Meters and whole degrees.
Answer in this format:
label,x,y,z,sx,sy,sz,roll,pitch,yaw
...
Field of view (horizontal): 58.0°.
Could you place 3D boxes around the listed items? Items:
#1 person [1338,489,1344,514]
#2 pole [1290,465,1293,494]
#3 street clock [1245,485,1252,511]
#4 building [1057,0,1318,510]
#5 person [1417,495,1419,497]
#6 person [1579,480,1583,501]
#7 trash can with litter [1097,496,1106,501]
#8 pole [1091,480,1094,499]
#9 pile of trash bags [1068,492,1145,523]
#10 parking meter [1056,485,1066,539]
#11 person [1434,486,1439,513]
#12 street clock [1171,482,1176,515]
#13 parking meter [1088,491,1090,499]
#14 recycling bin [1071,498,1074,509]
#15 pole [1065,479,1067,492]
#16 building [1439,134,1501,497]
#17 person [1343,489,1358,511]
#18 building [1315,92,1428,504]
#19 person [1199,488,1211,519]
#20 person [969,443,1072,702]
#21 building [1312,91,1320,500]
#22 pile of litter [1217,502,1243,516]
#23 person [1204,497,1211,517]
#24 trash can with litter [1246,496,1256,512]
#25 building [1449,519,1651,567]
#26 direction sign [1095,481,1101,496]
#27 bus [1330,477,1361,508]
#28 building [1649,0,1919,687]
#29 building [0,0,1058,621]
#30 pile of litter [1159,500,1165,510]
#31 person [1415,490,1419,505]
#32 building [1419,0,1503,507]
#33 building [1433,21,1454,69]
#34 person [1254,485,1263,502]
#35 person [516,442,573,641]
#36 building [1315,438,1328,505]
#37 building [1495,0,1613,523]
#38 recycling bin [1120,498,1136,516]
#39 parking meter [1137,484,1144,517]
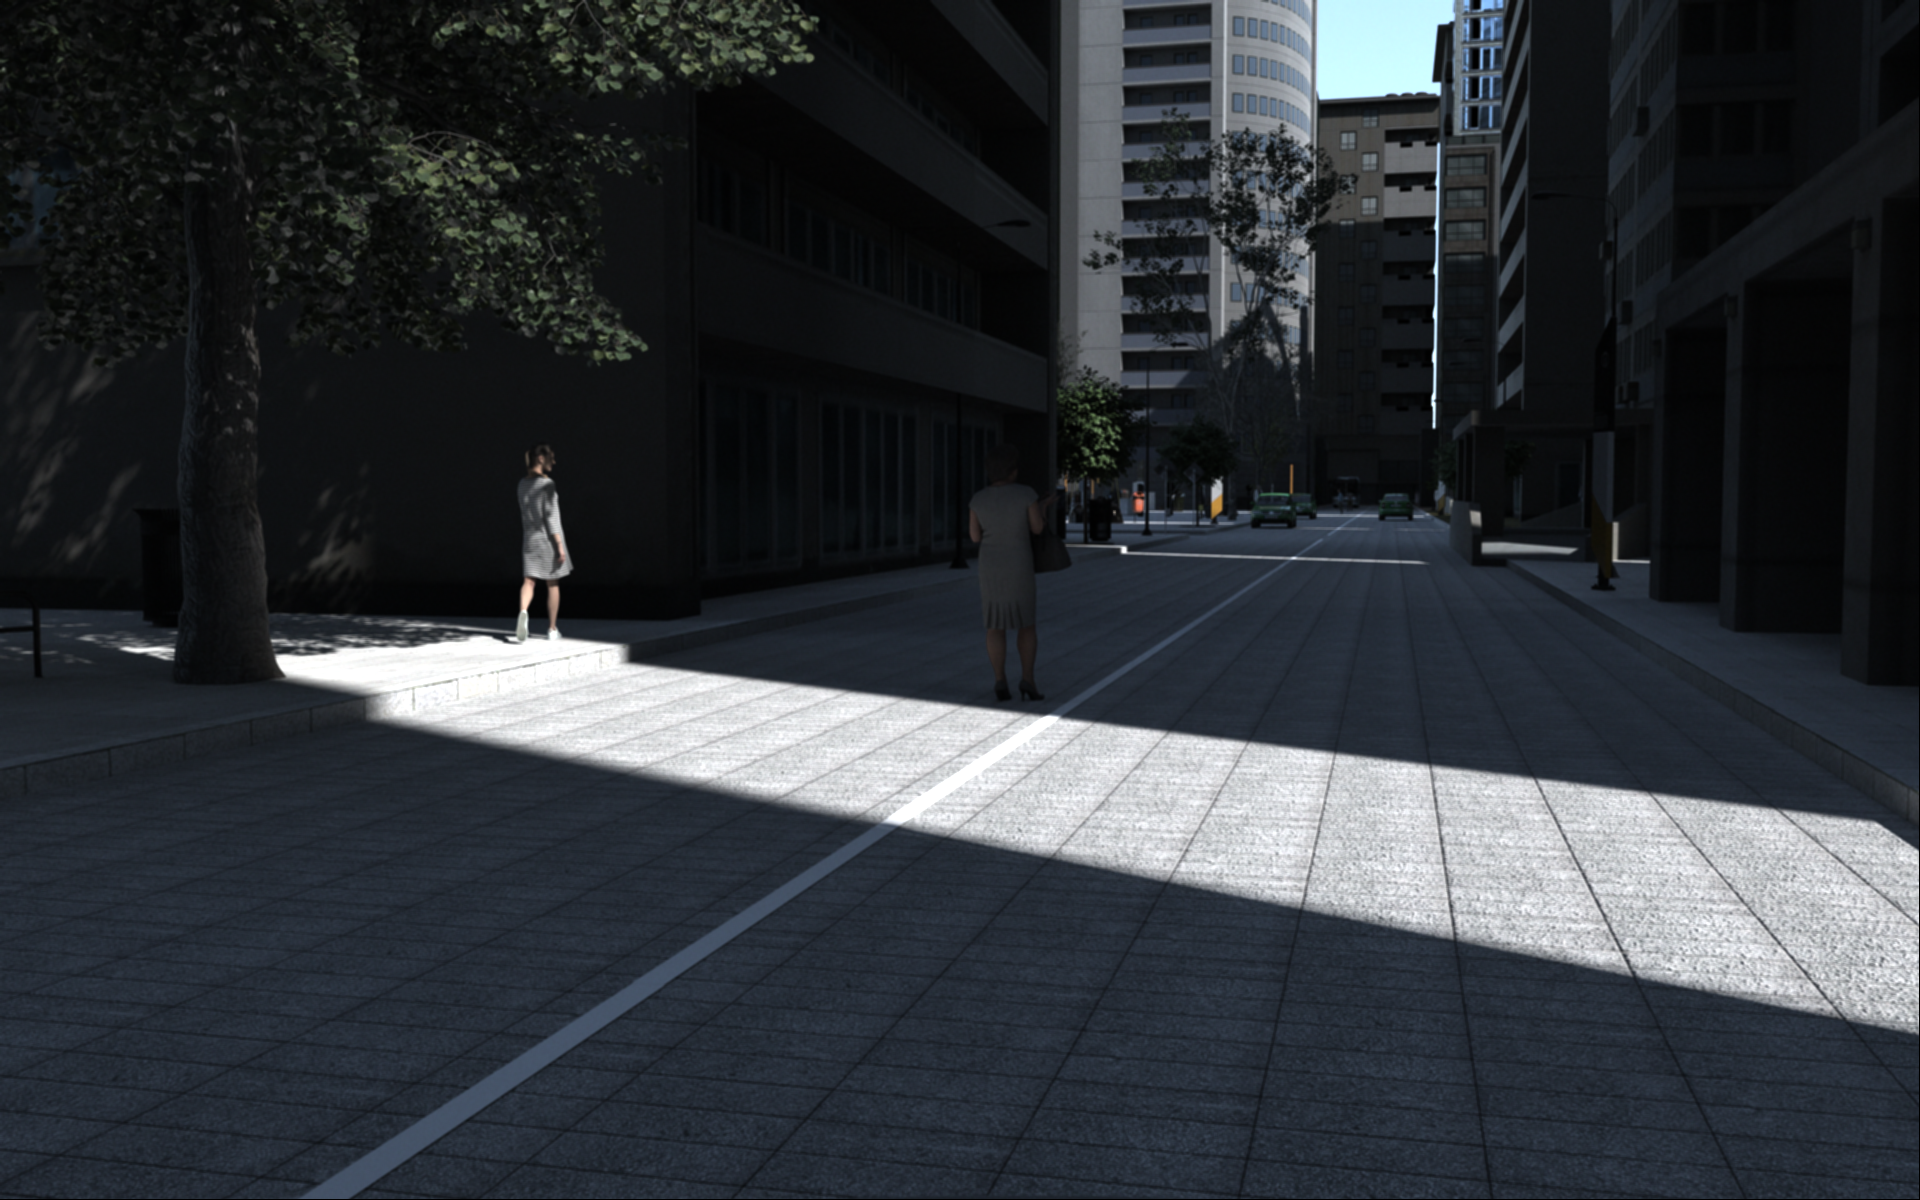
label,x,y,z,sx,sy,sz,roll,pitch,yaw
person,26.871,-6.933,122.203,0.444,1.785,0.601,1,4,10
pole,22.872,-7.689,119.558,0.158,3.312,0.155,0,3,0
street clock,22.509,-7.981,135.052,0.471,2.002,0.358,-1,4,-11
building,19.726,-37.245,150.959,21.231,58.520,28.212,1,4,14
person,50.445,-11.177,189.504,0.721,1.735,1.217,-2,4,-25
person,22.293,-3.371,61.428,0.793,1.790,0.793,2,4,23
trash can with litter,8.861,-5.933,108.391,0.624,1.170,1.055,1,4,13
pole,10.414,-8.704,136.149,0.158,3.312,0.155,0,3,0
pile of trash bags,6.615,-4.100,76.792,3.447,1.369,1.912,-1,4,-22
parking meter,2.827,-2.496,49.227,0.372,1.533,0.369,0,3,0
person,32.104,-6.738,116.093,0.514,1.842,0.818,0,3,0
street clock,12.834,-6.150,105.114,0.471,2.002,0.358,0,4,0
parking meter,9.008,-7.155,122.690,0.399,1.863,0.255,0,4,7
recycling bin,7.992,-6.646,121.224,0.722,1.027,0.722,-1,4,-13
pole,8.411,-8.789,137.544,0.158,3.312,0.155,0,3,0
building,46.406,-22.587,141.001,14.160,30.474,14.107,1,4,14
person,32.224,-8.236,143.154,1.348,1.824,0.705,0,4,1
building,51.491,-39.149,229.319,27.495,52.752,28.713,1,4,14
person,12.774,-5.144,90.370,0.699,1.804,1.509,3,5,44
person,0.437,-0.195,12.049,0.716,1.782,0.532,1,4,18
building,28.088,-29.888,172.265,14.154,41.232,14.086,1,4,14
pile of litter,15.718,-5.320,100.953,1.719,0.858,1.176,0,4,-5
person,13.304,-4.928,92.113,1.012,1.151,0.738,3,5,40
trash can with litter,20.857,-6.862,123.248,1.678,1.210,2.233,2,4,34
building,27.489,-21.050,36.051,32.217,40.220,23.993,1,4,14
direction sign,10.902,-8.688,134.048,0.876,3.537,0.379,0,4,-1
bus,40.365,-11.375,180.838,2.948,3.499,13.247,1,4,14
building,15.937,-34.774,6.805,20.563,71.187,20.611,1,4,14
building,-10.759,-24.775,28.770,21.300,48.544,21.600,1,4,14
pile of litter,16.160,-7.494,136.490,1.719,0.858,1.176,0,4,1
person,54.843,-12.299,207.806,0.551,1.740,0.621,0,4,2
building,54.963,-51.847,160.365,22.319,86.520,31.000,1,4,14
building,66.227,-36.663,188.684,28.713,52.752,27.495,1,4,14
person,18.003,-6.042,104.703,0.514,1.842,0.818,-3,5,-39
person,-3.646,-0.507,15.079,0.466,1.731,0.760,0,4,2
building,26.909,-54.319,200.794,31.000,86.520,22.319,1,4,14
building,37.554,-28.053,82.373,21.300,48.544,21.600,1,4,14
recycling bin,9.964,-5.522,102.836,0.722,1.027,0.722,-3,5,-40
parking meter,10.305,-5.692,98.781,0.255,1.863,0.399,2,4,27
